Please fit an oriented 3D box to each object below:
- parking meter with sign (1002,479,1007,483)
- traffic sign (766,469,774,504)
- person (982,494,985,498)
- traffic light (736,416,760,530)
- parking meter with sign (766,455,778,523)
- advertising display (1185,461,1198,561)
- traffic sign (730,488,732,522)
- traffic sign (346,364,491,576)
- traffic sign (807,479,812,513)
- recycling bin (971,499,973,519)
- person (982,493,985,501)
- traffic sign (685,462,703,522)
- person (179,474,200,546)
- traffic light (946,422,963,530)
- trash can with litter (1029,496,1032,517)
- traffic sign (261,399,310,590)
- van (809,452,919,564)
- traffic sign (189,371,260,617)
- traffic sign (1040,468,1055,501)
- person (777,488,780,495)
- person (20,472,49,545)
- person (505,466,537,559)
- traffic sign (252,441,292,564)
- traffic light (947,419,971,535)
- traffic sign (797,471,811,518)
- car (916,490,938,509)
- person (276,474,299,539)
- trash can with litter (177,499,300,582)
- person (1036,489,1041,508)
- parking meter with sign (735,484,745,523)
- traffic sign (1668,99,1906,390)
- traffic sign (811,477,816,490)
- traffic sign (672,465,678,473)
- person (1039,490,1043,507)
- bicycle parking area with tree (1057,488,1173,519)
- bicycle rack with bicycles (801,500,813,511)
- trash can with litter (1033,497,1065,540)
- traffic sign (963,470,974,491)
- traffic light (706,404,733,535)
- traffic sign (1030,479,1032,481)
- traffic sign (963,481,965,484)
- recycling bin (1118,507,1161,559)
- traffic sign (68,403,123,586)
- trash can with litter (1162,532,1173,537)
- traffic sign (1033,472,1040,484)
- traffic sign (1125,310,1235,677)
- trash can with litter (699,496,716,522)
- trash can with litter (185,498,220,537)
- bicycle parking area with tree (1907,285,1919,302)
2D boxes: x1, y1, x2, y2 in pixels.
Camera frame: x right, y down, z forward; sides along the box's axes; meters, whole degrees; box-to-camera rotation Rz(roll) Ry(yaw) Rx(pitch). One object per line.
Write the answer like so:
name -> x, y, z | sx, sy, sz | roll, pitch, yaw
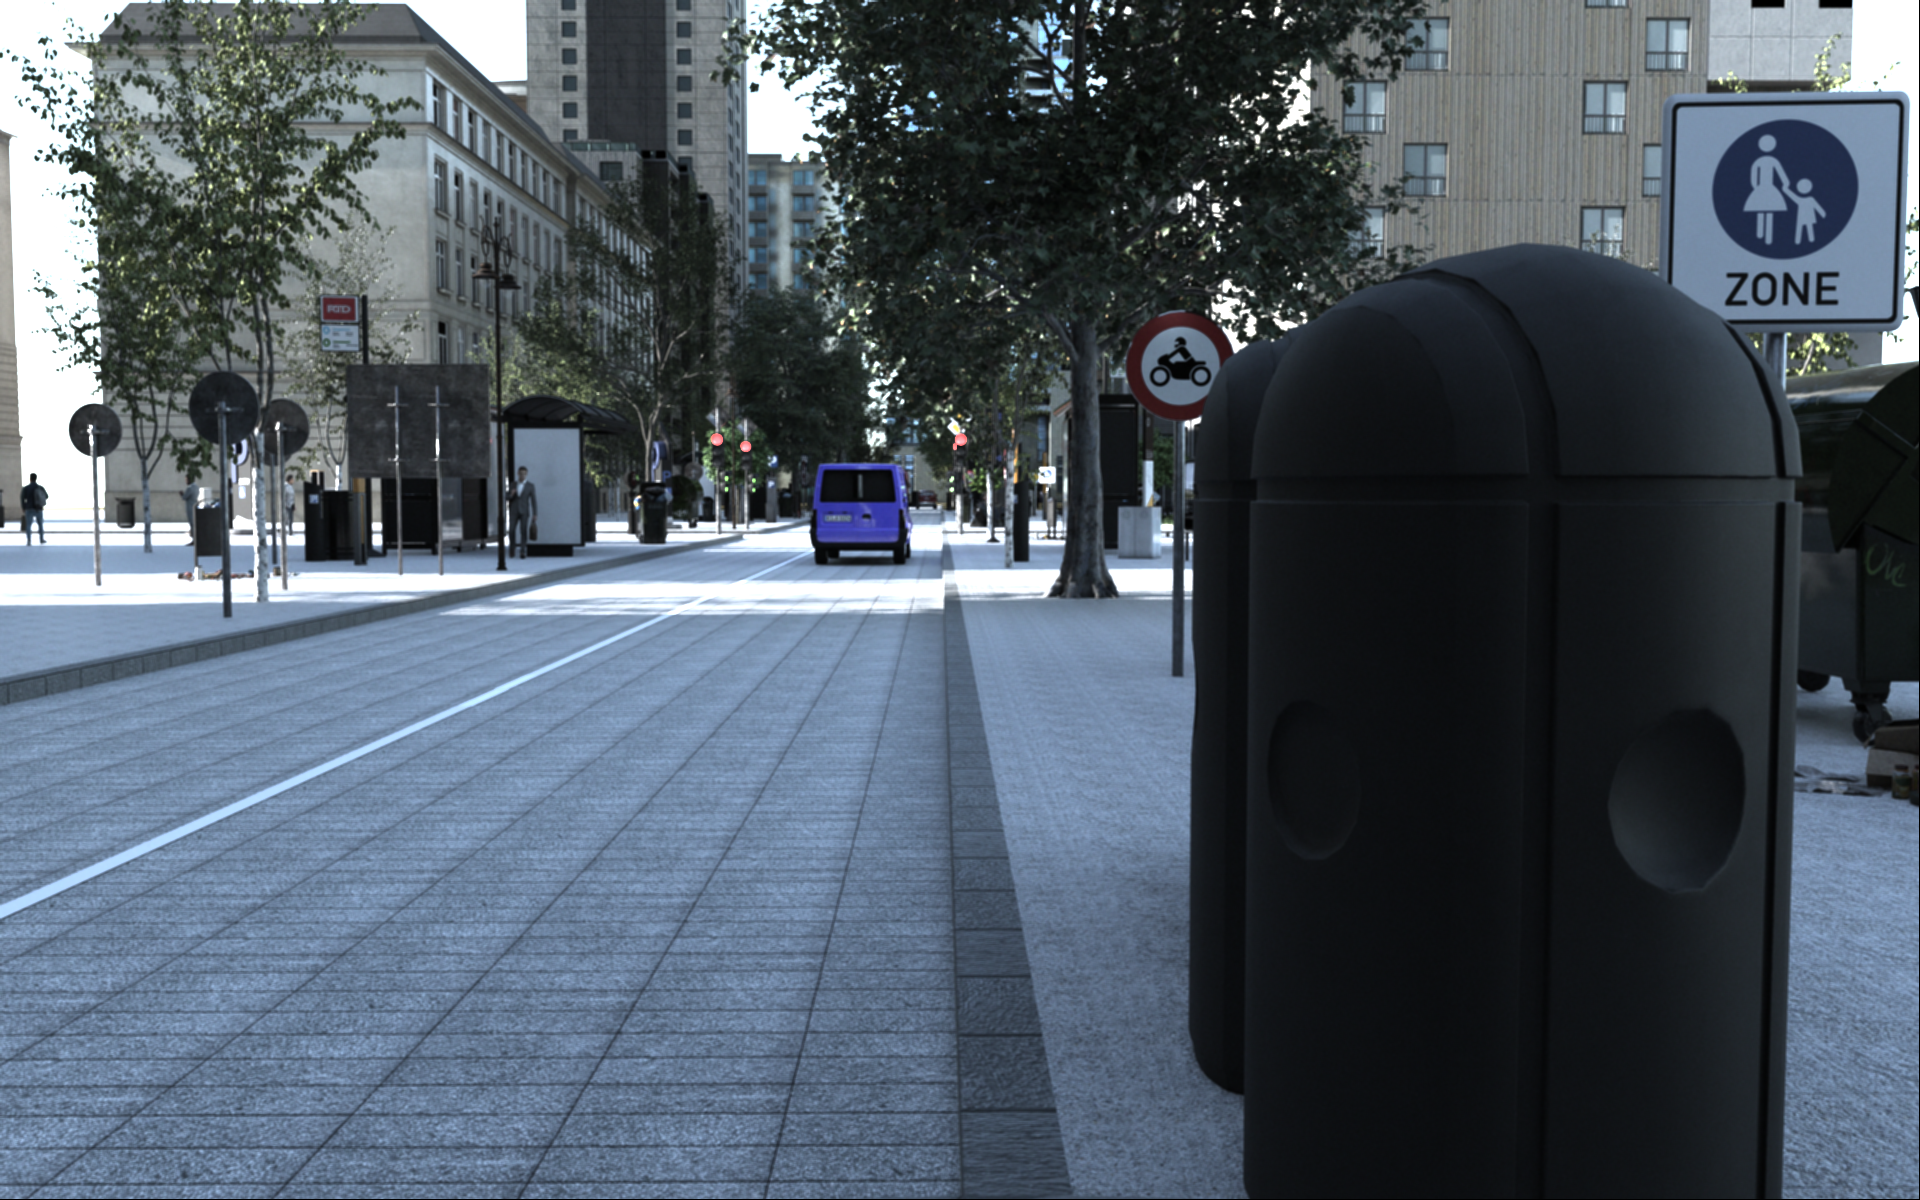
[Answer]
parking meter with sign -> 2.416, -5.601, 87.839 | 1.738, 3.016, 0.543 | -1, 4, -12
traffic sign -> -9.827, -5.387, 88.190 | 0.768, 2.556, 0.104 | 0, 4, 6
person -> 2.519, -8.794, 150.644 | 1.217, 1.723, 0.721 | -1, 4, -17
traffic light -> -7.646, -4.487, 62.283 | 0.839, 4.253, 0.868 | 0, 4, -1
parking meter with sign -> -8.406, -4.944, 77.089 | 0.543, 3.016, 1.738 | 0, 4, -3
advertising display -> 4.655, -1.703, 33.057 | 0.123, 1.923, 0.974 | -3, 5, -40
traffic sign -> -10.544, -4.861, 79.575 | 0.768, 2.556, 0.104 | 0, 4, 2
traffic sign -> -8.477, -2.034, 27.135 | 2.265, 3.308, 0.079 | 0, 4, 2
traffic sign -> -10.086, -6.859, 114.266 | 0.606, 2.300, 0.079 | 0, 4, 4
recycling bin -> 0.307, -4.756, 90.315 | 0.722, 1.027, 0.722 | 0, 4, 1
person -> 2.497, -10.972, 186.228 | 0.721, 1.735, 1.217 | -1, 4, -13
traffic sign -> -10.522, -4.177, 68.406 | 0.768, 2.556, 0.104 | 0, 4, 5
person -> -19.244, -2.266, 43.275 | 0.466, 1.800, 0.511 | -1, 4, -15
traffic light -> -0.085, -4.493, 62.384 | 0.839, 4.253, 0.868 | 0, 4, -1
trash can with litter -> 3.448, -5.113, 94.988 | 0.624, 1.170, 1.055 | -3, 5, -42
traffic sign -> -9.050, -1.408, 23.130 | 0.768, 2.556, 0.104 | 0, 4, 5
van -> -2.038, -1.999, 37.065 | 2.240, 2.365, 5.245 | 0, 3, 0
traffic sign -> -7.630, -1.092, 17.966 | 0.768, 2.556, 0.104 | 0, 4, 5
traffic sign -> 3.353, -3.933, 66.435 | 0.606, 2.300, 0.079 | 0, 4, 5
person -> -17.399, -9.829, 166.734 | 0.705, 1.826, 1.348 | -3, 4, -39
person -> -23.141, -2.273, 43.198 | 0.794, 1.824, 0.713 | -1, 4, -8
person -> -8.748, -1.744, 34.516 | 0.622, 1.834, 0.822 | -1, 4, -16
traffic sign -> -12.557, -1.930, 31.663 | 0.768, 2.556, 0.104 | 0, 4, 0
traffic light -> 0.005, -4.005, 54.399 | 0.839, 4.253, 0.868 | 0, 4, -1
traffic sign -> -8.554, -5.788, 94.742 | 0.768, 2.556, 0.104 | 0, 4, 3
car -> -3.282, -9.785, 168.665 | 2.281, 1.827, 5.304 | 0, 4, -2
person -> -19.377, -2.683, 49.763 | 0.795, 1.843, 0.661 | 0, 4, 3
trash can with litter -> -11.018, -0.944, 26.485 | 1.678, 1.210, 2.233 | 3, 4, 38
person -> 7.012, -9.269, 157.601 | 0.705, 1.823, 1.348 | 3, 5, 43
parking meter with sign -> -9.733, -4.920, 76.695 | 0.543, 3.016, 1.738 | 0, 4, -7
traffic sign -> 2.106, -0.146, 4.511 | 0.606, 2.300, 0.079 | 0, 4, 4
traffic sign -> -10.711, -7.817, 127.917 | 0.768, 2.556, 0.104 | 0, 4, 5
traffic sign -> -12.699, -4.635, 75.886 | 0.768, 2.556, 0.104 | 0, 3, 0
person -> 8.011, -9.912, 169.044 | 0.436, 1.711, 0.756 | -3, 5, -44
bicycle parking area with tree -> 8.998, -6.381, 91.330 | 8.231, 4.147, 9.016 | -3, 5, -40
bicycle rack with bicycles -> -10.701, -7.132, 129.985 | 2.925, 0.926, 2.852 | 0, 4, -7
trash can with litter -> 2.609, -2.304, 48.722 | 1.678, 1.210, 2.233 | -1, 4, -16
traffic sign -> 0.528, -5.642, 92.354 | 0.768, 2.556, 0.104 | 0, 4, 8
traffic light -> -7.555, -3.999, 54.298 | 0.839, 4.253, 0.868 | 0, 4, -1
traffic sign -> 4.675, -6.794, 111.194 | 0.768, 2.556, 0.104 | 0, 4, 5
traffic sign -> 0.477, -6.248, 102.253 | 0.768, 2.556, 0.104 | 0, 4, 4
recycling bin -> 3.600, -1.353, 34.678 | 0.722, 1.027, 0.722 | 1, 4, 21
traffic sign -> -12.052, -1.470, 24.146 | 0.768, 2.556, 0.104 | 0, 4, 2
trash can with litter -> 5.558, -2.491, 51.781 | 2.233, 1.210, 1.678 | 0, 4, 5
traffic sign -> 4.071, -5.688, 92.734 | 0.795, 2.593, 0.064 | 0, 4, 7
traffic sign -> 1.535, -0.735, 12.127 | 0.768, 2.556, 0.104 | 0, 4, 5
trash can with litter -> -11.647, -4.206, 80.152 | 0.624, 1.170, 1.055 | 0, 4, 7
trash can with litter -> -22.514, -2.461, 51.619 | 1.055, 1.170, 0.624 | -2, 4, -34
bicycle parking area with tree -> 14.504, -2.115, 21.587 | 9.016, 4.147, 8.231 | -1, 4, -12
